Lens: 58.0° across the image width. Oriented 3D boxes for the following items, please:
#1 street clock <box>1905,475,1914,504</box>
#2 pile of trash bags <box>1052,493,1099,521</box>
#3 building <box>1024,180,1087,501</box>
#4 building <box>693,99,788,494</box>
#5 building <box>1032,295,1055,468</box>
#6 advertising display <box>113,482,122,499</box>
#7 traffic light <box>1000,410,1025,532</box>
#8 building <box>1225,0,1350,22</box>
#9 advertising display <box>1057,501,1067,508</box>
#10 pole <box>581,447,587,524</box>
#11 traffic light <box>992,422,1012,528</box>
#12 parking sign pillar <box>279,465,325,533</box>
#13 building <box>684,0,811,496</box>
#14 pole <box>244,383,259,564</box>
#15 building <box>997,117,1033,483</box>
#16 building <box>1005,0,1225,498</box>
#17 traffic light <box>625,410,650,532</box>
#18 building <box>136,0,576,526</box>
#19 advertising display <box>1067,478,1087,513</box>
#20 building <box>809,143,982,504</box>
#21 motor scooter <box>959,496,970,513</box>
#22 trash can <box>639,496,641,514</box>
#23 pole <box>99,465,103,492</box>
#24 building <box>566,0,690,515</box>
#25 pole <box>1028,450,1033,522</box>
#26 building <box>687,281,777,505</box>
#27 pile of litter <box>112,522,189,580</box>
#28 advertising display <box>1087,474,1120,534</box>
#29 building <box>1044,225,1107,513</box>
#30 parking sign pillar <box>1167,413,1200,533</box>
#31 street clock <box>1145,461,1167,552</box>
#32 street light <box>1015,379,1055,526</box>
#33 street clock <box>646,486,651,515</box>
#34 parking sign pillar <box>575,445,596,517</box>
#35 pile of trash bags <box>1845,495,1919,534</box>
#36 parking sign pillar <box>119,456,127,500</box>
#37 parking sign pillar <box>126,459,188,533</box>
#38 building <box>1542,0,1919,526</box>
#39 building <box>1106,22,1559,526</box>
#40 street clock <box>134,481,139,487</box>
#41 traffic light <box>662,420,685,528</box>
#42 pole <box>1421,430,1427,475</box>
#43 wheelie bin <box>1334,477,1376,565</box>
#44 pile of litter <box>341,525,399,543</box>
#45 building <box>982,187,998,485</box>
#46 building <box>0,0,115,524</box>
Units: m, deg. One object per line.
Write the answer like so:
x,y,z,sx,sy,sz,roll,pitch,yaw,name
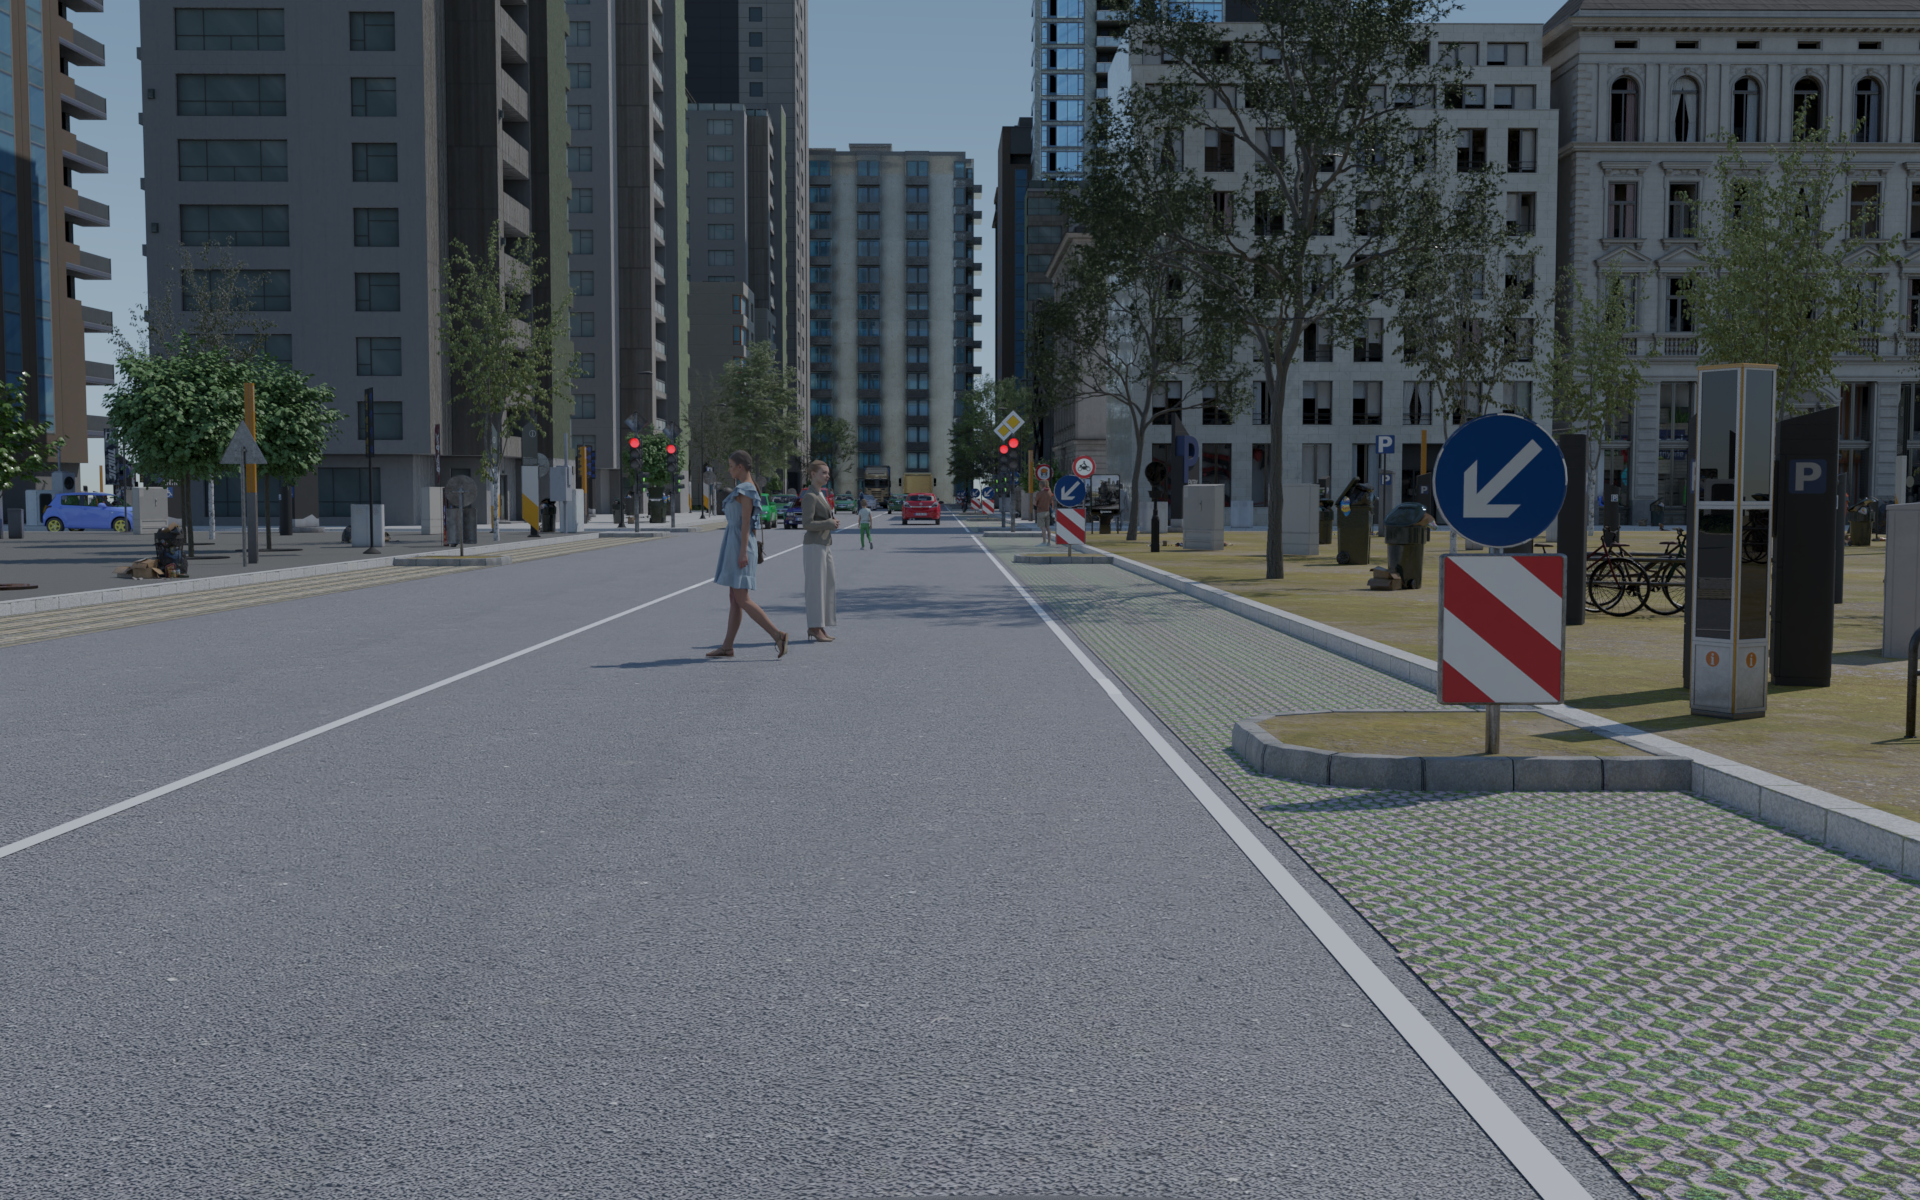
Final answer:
36.686,-3.824,67.095,0.471,2.002,0.358,-1,4,-22,street clock
5.540,-4.388,81.494,3.447,1.369,1.912,0,4,2,pile of trash bags
12.920,-23.867,161.924,14.160,30.474,14.107,0,4,-1,building
-25.251,-30.144,176.444,14.154,41.232,14.086,0,4,-1,building
13.870,-16.234,132.882,16.820,18.784,16.811,0,4,-1,building
-45.281,-5.374,93.080,0.123,1.923,0.974,-1,4,-9,advertising display
1.763,-4.230,58.087,0.839,4.253,0.868,0,4,-1,traffic light
33.111,-46.793,203.323,20.611,71.187,20.563,0,4,-1,building
5.434,-5.097,88.543,0.974,1.923,0.123,0,4,4,advertising display
-16.186,-4.940,74.607,0.158,3.312,0.155,0,3,0,pole
1.646,-4.719,66.071,0.839,4.253,0.868,0,4,-1,traffic light
-21.948,-4.231,57.656,1.447,3.967,1.447,1,4,15,parking sign pillar
-28.459,-46.685,201.550,20.611,71.187,20.563,0,4,-1,building
-13.057,-2.328,31.908,0.158,3.312,0.155,0,3,0,pole
11.631,-34.032,206.533,14.600,45.320,14.200,0,4,-1,building
16.371,-53.218,182.784,22.319,86.520,31.000,0,4,-1,building
-10.797,-4.218,57.887,0.839,4.253,0.868,0,4,-1,traffic light
-25.203,-18.526,74.598,14.160,30.474,14.107,0,4,-1,building
4.920,-3.961,69.974,0.974,1.923,0.123,1,4,18,advertising display
-12.297,-37.896,239.200,30.456,49.044,23.786,0,4,-1,building
0.335,-7.312,132.335,0.815,1.314,1.986,0,4,-3,motor scooter
-19.759,-5.733,105.384,0.748,1.137,0.748,0,3,0,trash can
-60.855,-7.886,122.772,0.158,3.312,0.155,0,3,0,pole
-25.765,-26.279,113.253,14.154,41.232,14.086,0,4,-1,building
3.306,-5.327,80.944,0.158,3.312,0.155,0,3,0,pole
-31.650,-18.988,155.498,27.650,21.520,28.899,0,4,-1,building
-12.424,-0.775,26.629,1.176,0.858,1.719,-1,4,-9,pile of litter
4.660,-3.083,55.623,0.974,1.923,0.123,-1,4,-9,advertising display
11.168,-14.960,109.231,10.561,19.102,19.286,0,4,-1,building
7.525,-4.242,57.822,1.447,3.967,1.447,2,4,34,parking sign pillar
4.307,-2.054,38.161,0.471,2.002,0.358,0,4,2,street clock
3.107,-5.950,69.828,1.470,5.913,1.316,0,4,-1,street light
-18.770,-6.117,104.582,0.358,2.002,0.471,-1,4,-10,street clock
-20.809,-6.544,95.471,1.447,3.967,1.447,1,4,9,parking sign pillar
29.337,-2.804,55.598,3.447,1.369,1.912,-1,4,-18,pile of trash bags
-53.666,-7.515,111.345,1.447,3.967,1.447,1,4,10,parking sign pillar
-26.398,-4.215,57.389,1.447,3.967,1.447,2,4,23,parking sign pillar
33.840,-15.014,74.357,19.941,23.489,11.050,0,4,-1,building
15.175,-13.399,73.824,16.860,20.320,10.420,0,4,-1,building
-47.148,-5.785,99.146,0.358,2.002,0.471,-2,4,-30,street clock
-10.914,-4.706,65.872,0.839,4.253,0.868,0,4,-1,traffic light
14.746,-3.749,55.136,0.158,3.312,0.155,0,3,0,pole
7.222,-1.450,31.624,0.693,1.594,0.980,1,4,19,wheelie bin
-15.712,-1.965,46.100,1.719,0.858,1.176,-3,5,-43,pile of litter
17.381,-35.703,238.366,28.867,44.769,22.147,0,4,-1,building
-47.291,-25.961,74.568,14.200,45.320,14.600,0,4,-1,building
